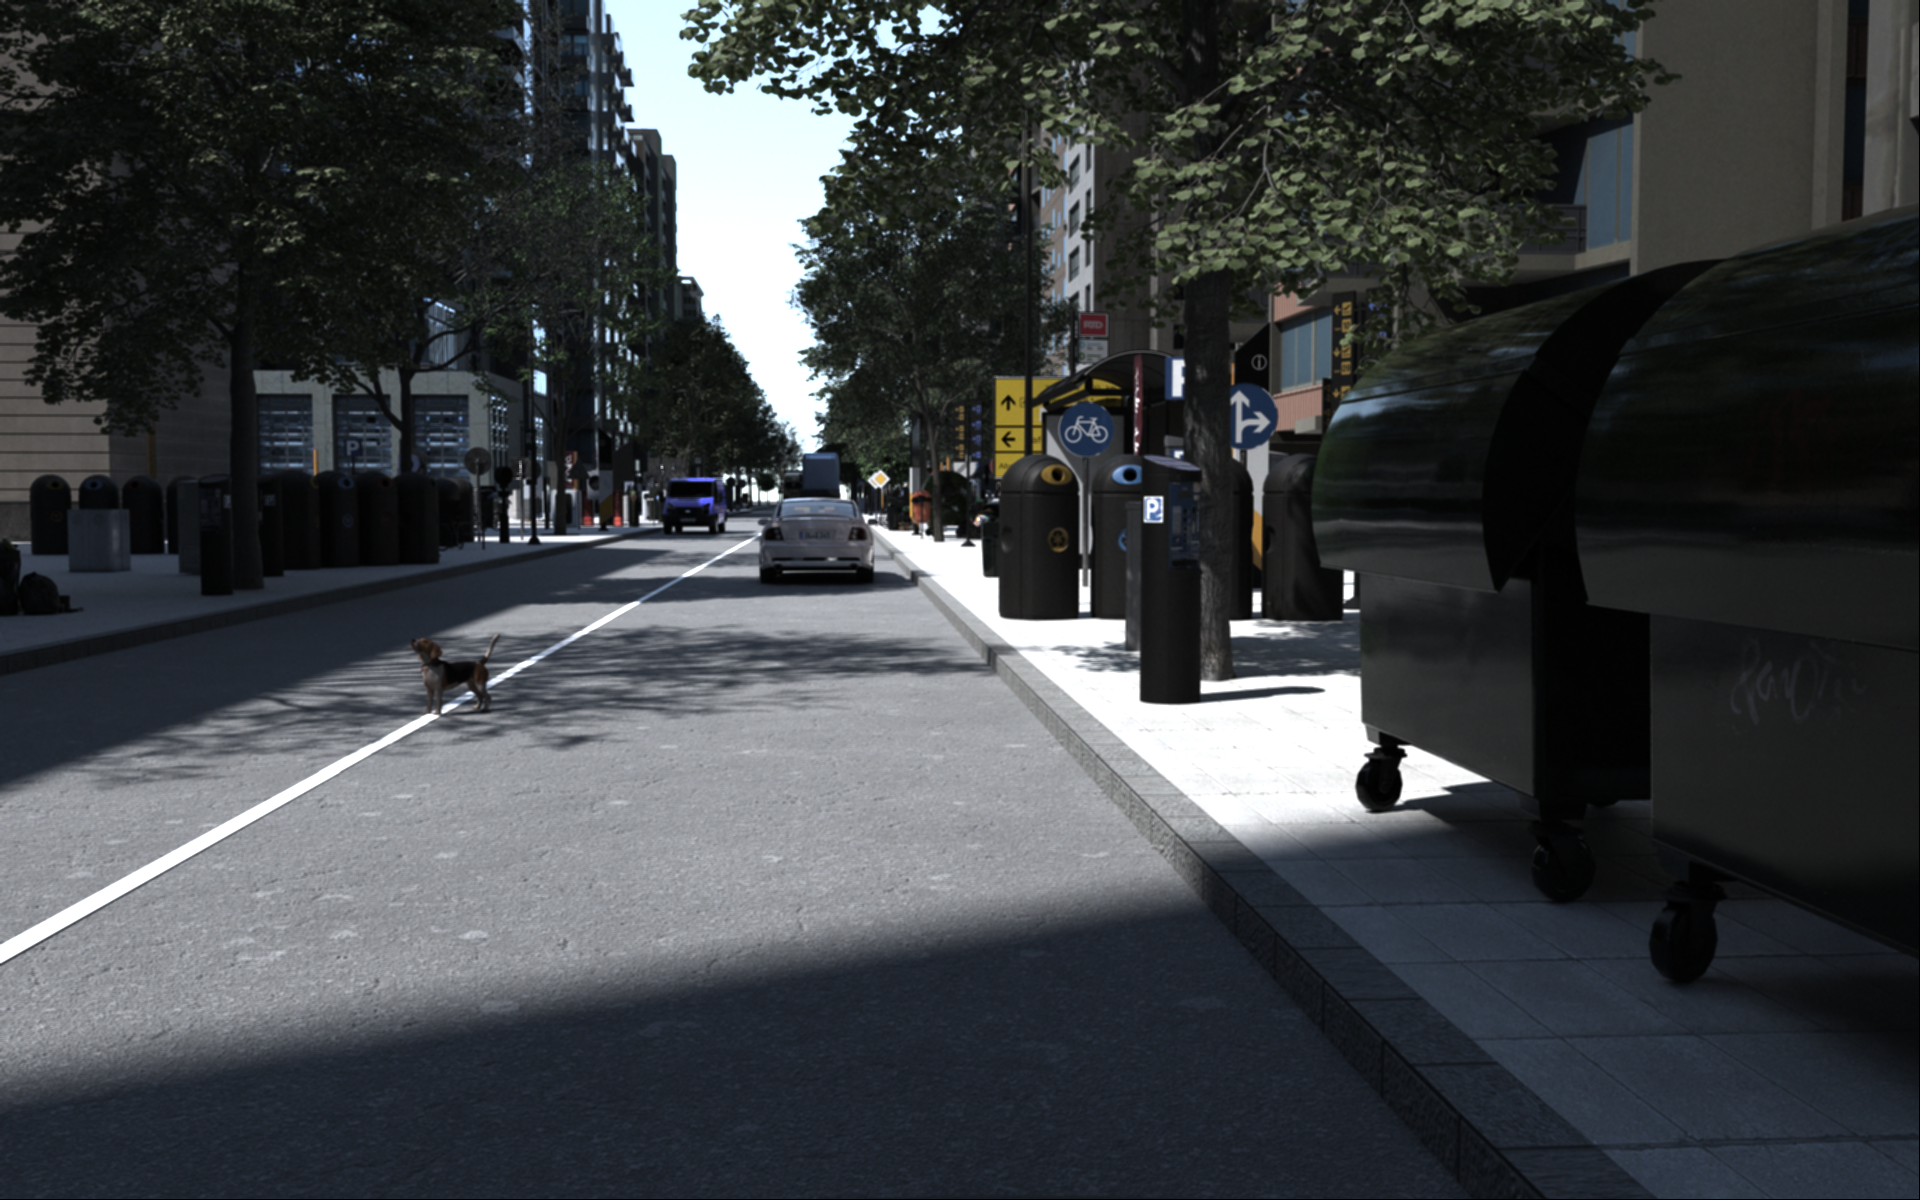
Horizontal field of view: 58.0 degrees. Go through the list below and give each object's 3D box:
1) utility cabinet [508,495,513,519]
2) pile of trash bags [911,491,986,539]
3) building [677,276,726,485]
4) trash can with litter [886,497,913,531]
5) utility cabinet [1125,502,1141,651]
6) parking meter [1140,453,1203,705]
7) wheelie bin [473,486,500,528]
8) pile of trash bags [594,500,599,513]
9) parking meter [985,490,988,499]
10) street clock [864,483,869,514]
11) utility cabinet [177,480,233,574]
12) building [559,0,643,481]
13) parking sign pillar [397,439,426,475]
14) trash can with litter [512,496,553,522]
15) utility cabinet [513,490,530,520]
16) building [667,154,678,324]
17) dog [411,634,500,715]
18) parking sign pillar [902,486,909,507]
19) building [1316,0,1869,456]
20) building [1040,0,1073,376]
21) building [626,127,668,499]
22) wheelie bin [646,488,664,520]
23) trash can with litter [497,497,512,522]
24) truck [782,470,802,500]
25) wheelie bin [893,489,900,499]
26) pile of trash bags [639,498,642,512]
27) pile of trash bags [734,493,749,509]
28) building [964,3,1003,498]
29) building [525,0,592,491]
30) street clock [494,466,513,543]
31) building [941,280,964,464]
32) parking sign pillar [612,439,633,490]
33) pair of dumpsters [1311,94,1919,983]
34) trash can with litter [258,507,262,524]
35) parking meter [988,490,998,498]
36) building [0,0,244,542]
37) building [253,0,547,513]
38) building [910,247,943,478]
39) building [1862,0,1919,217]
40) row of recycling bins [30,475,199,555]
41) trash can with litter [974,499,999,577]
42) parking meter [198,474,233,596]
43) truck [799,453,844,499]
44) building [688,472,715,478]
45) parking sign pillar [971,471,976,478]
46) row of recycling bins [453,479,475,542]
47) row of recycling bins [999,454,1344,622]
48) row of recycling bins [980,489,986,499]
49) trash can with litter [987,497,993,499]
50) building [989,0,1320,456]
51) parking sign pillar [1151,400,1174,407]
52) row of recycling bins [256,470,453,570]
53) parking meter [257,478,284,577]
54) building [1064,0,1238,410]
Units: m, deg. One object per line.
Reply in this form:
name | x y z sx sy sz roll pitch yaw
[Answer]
utility cabinet | -23.081 -4.780 89.313 1.020 1.237 0.306 3 5 39
pile of trash bags | 0.321 -2.439 49.637 3.447 1.369 1.912 0 4 0
building | -55.187 -36.271 284.909 32.217 40.220 23.993 0 4 -4
trash can with litter | -2.081 -3.003 60.486 1.055 1.170 0.624 3 5 43
utility cabinet | 1.699 -0.207 14.545 0.306 1.237 1.020 2 4 25
parking meter | 1.302 -0.139 10.691 0.372 1.533 0.369 0 3 0
wheelie bin | -17.897 -3.534 65.687 0.980 1.594 0.693 0 3 0
pile of trash bags | -23.343 -6.437 114.997 1.912 1.369 3.447 -1 4 -19
parking meter | 1.808 -6.226 110.211 0.372 1.533 0.369 0 3 0
street clock | -5.906 -6.382 108.910 0.358 2.002 0.471 0 4 -1
utility cabinet | -11.906 -1.152 27.511 1.173 1.500 0.318 2 4 27
building | -42.913 -33.363 165.085 23.786 49.044 30.456 0 4 -4
parking sign pillar | -26.638 -5.855 84.199 1.447 3.967 1.447 0 4 7
trash can with litter | -19.197 -4.166 79.169 2.233 1.210 1.678 1 4 23
utility cabinet | -21.584 -4.718 85.816 0.318 1.500 1.173 3 5 40
building | -40.559 -31.714 202.120 14.154 41.232 14.086 0 4 -4
dog | -3.286 0.488 11.305 0.406 0.507 0.540 0 4 5
parking sign pillar | -2.924 -7.136 105.141 1.447 3.967 1.447 -2 4 -27
building | 18.324 -23.868 44.872 22.147 44.769 28.867 0 4 -4
building | 12.794 -28.108 109.670 14.600 45.320 14.200 0 4 -4
building | -39.870 -30.840 187.833 14.154 41.232 14.086 0 4 -4
wheelie bin | -14.922 -4.708 84.878 0.980 1.594 0.693 3 5 42
trash can with litter | -21.247 -4.199 80.033 0.624 1.170 1.055 1 4 23
truck | -19.749 -13.304 206.438 2.839 4.237 11.283 0 4 -5
wheelie bin | -4.081 -6.430 113.045 0.693 1.594 0.980 -3 5 -42
pile of trash bags | -28.588 -8.520 149.048 1.912 1.369 3.447 0 4 3
pile of trash bags | -19.373 -8.547 149.488 3.447 1.369 1.912 3 5 44
building | 10.860 -39.009 179.793 21.231 58.520 28.212 0 4 -4
building | -40.537 -42.760 137.380 20.563 71.187 20.611 0 4 -4
street clock | -11.941 -2.494 45.348 0.358 2.002 0.471 2 4 26
building | 9.647 -35.516 272.566 32.217 40.220 23.993 0 4 -4
parking sign pillar | -16.671 -5.891 84.787 1.447 3.967 1.447 -1 4 -21
pair of dumpsters | 2.372 -0.152 4.973 1.574 2.255 4.437 0 4 -4
trash can with litter | -12.893 -1.288 32.445 0.624 1.170 1.055 -2 4 -26
parking meter | 2.102 -5.796 103.168 0.372 1.533 0.369 0 3 0
building | -35.121 -15.477 50.306 25.104 27.353 12.463 0 4 -4
building | -37.061 -48.358 103.333 22.319 86.520 31.000 0 4 -4
building | 2.610 -39.373 298.366 22.147 44.769 28.867 0 4 -4
building | 23.220 -23.740 11.853 21.300 48.544 21.600 0 4 -4
row of recycling bins | -18.027 -1.837 37.140 3.534 1.692 1.069 -1 4 -11
trash can with litter | 0.542 -0.959 27.060 0.624 1.170 1.055 0 4 2
parking meter | -9.458 -0.831 22.005 0.372 1.533 0.369 0 3 0
truck | -8.733 -7.160 106.817 2.967 4.110 18.799 0 4 -3
building | -51.025 -25.324 259.088 27.650 21.520 28.899 0 4 -4
parking sign pillar | 0.630 -7.891 117.492 1.447 3.967 1.447 2 4 29
row of recycling bins | -13.793 -2.325 45.128 1.069 1.692 3.534 1 4 16
row of recycling bins | 2.156 -0.660 17.902 3.534 1.692 1.069 0 4 4
row of recycling bins | 1.122 -7.457 129.030 1.069 1.692 3.534 2 4 30
trash can with litter | 0.613 -2.786 56.931 1.055 1.170 0.624 2 4 29
building | 13.686 -29.644 139.309 22.147 44.769 28.867 0 4 -4
parking sign pillar | 4.602 -3.078 38.804 1.447 3.967 1.447 -1 4 -14
row of recycling bins | -10.768 -1.445 30.745 1.069 1.692 3.534 2 4 29
parking meter | -10.759 -1.137 26.996 0.372 1.533 0.369 0 3 0
building | 13.564 -19.807 95.543 14.107 30.474 14.160 0 4 -4
